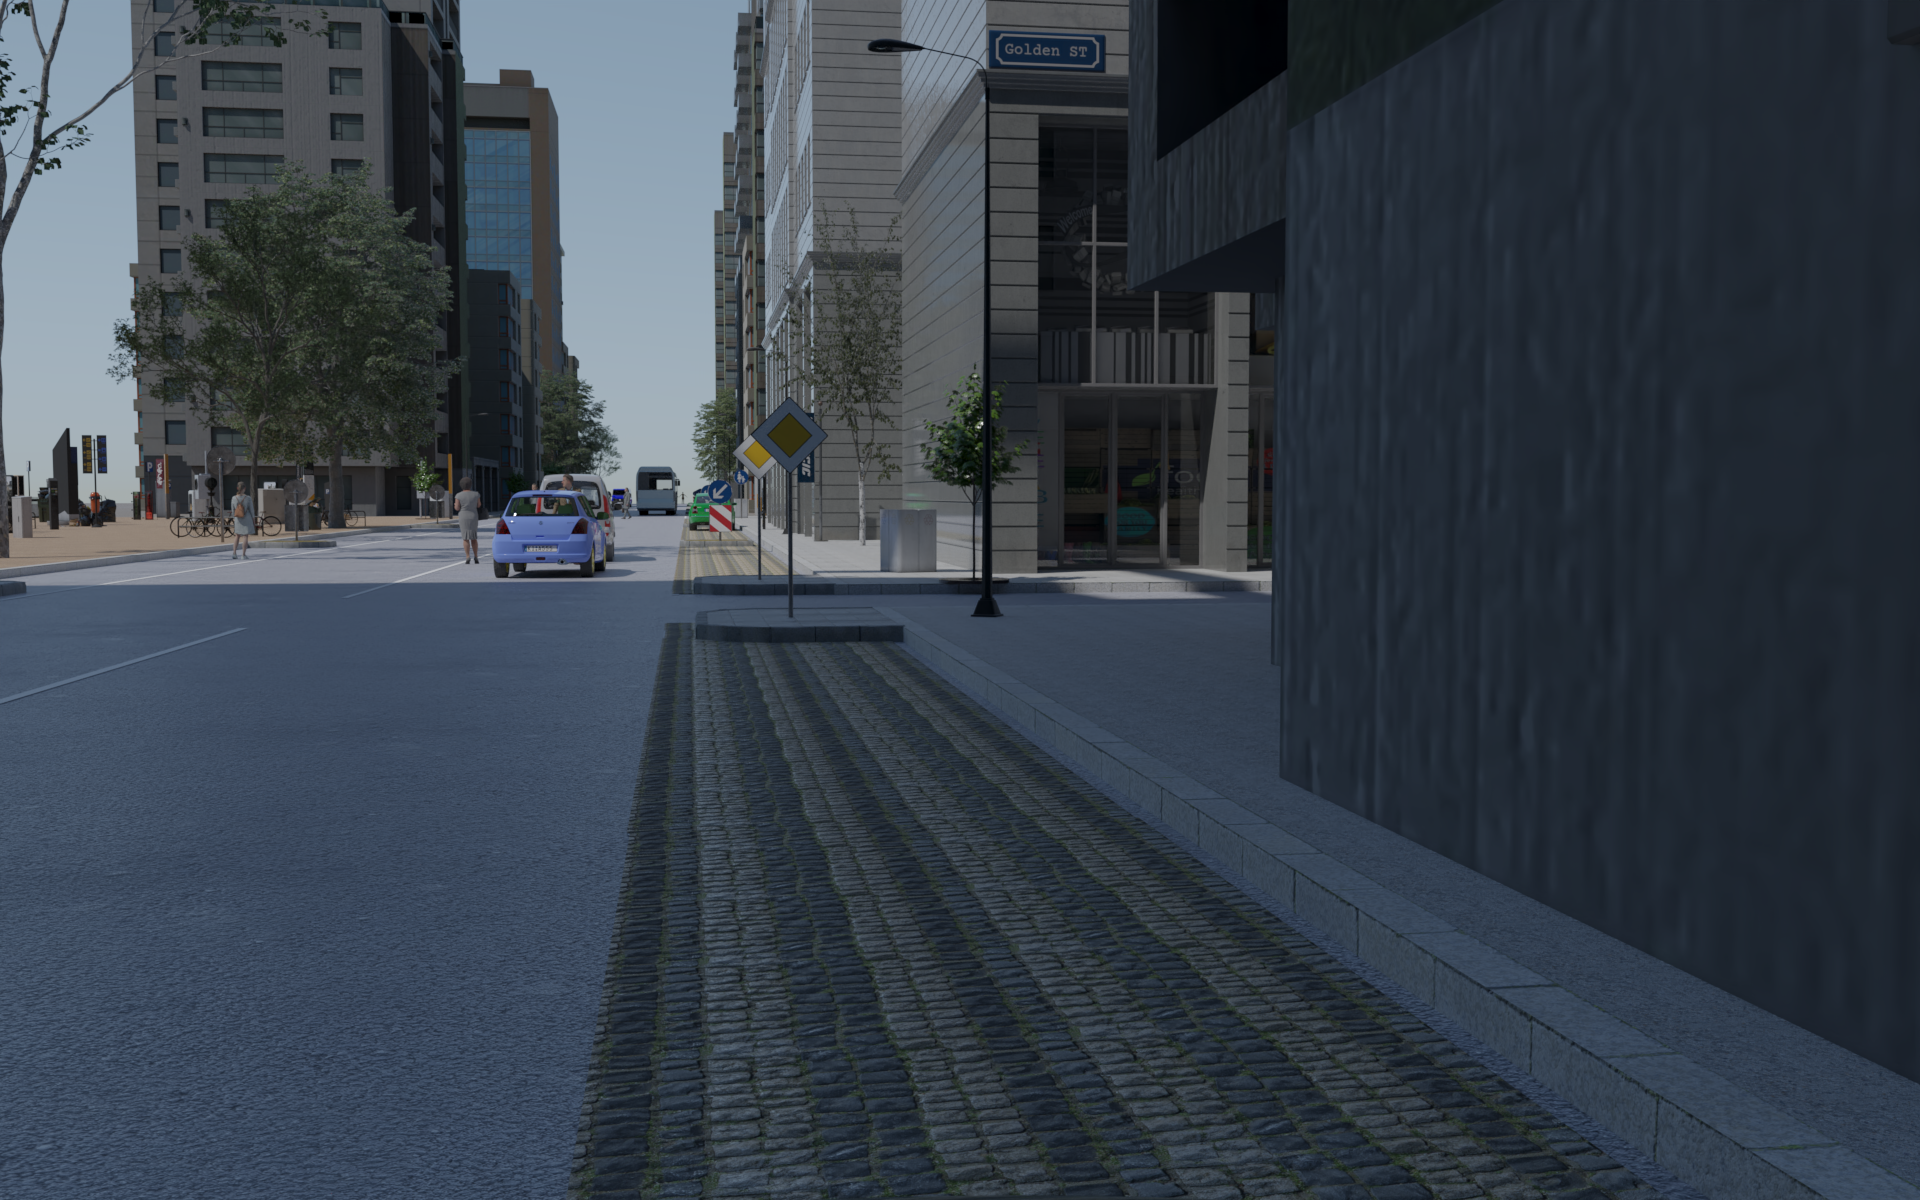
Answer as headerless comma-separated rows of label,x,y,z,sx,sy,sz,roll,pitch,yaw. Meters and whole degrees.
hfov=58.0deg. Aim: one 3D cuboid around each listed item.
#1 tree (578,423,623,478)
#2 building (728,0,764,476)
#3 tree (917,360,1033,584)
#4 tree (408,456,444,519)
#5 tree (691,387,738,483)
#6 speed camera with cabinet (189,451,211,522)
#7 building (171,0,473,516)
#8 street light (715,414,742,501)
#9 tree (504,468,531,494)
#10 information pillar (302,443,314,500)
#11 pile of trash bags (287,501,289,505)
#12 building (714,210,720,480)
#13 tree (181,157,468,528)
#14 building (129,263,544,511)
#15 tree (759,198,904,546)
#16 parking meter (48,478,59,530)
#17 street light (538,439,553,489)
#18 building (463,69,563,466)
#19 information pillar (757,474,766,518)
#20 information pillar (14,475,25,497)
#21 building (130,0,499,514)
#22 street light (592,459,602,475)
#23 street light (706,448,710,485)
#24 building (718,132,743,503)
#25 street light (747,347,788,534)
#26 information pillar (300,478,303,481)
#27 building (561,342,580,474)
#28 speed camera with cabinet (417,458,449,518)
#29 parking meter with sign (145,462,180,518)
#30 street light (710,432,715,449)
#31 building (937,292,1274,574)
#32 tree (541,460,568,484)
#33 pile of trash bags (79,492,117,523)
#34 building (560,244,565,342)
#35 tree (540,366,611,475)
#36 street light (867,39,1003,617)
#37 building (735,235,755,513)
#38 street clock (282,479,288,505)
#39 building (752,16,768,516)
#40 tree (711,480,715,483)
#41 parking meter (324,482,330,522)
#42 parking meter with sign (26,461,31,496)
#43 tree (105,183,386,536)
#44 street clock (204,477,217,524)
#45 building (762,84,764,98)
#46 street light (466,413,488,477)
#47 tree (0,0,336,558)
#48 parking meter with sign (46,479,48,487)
tree,-53.633,-20.186,255.797,9.928,11.665,9.643,0,3,0
building,-9.525,-33.105,160.875,23.786,49.044,30.456,-1,4,-9
tree,0.317,-1.867,25.126,1.663,3.219,1.824,0,3,0
tree,-27.087,-5.698,87.769,1.663,3.219,1.824,0,3,0
tree,-24.979,-16.229,183.473,7.486,12.596,7.792,0,3,0
speed camera with cabinet,-35.082,-5.232,79.880,0.660,3.252,2.038,-2,4,-35
building,-37.584,-20.321,103.948,14.160,30.474,14.107,-1,4,-9
street light,-13.238,-7.812,100.274,1.470,5.913,1.316,-1,4,-9
tree,-33.016,-8.297,130.263,1.663,3.219,1.824,0,3,0
information pillar,-28.746,-5.201,76.397,0.183,3.616,0.504,3,5,40
pile of trash bags,-36.963,-5.151,93.964,1.912,1.369,3.447,-3,4,-38
building,-28.569,-34.764,251.981,14.154,41.232,14.086,-1,4,-9
tree,-23.474,-9.656,64.530,9.857,13.997,8.962,0,3,0
building,-50.600,-18.417,146.157,27.650,21.520,28.899,-1,4,-9
tree,-2.562,-5.645,42.655,4.360,8.622,3.978,0,3,0
parking meter,-32.605,-3.462,62.308,0.255,1.863,0.399,-3,4,-37
street light,-34.787,-10.568,145.328,1.470,5.913,1.316,-1,4,-9
building,-50.583,-32.815,186.639,14.600,45.320,14.200,-1,4,-9
information pillar,-10.447,-6.107,91.207,0.504,3.616,0.183,0,4,4
information pillar,-36.749,-3.861,67.617,0.304,2.012,0.304,1,4,18
building,-43.447,-41.690,119.880,20.563,71.187,20.611,-1,4,-9
street light,-47.677,-15.590,227.429,1.470,5.913,1.316,-1,4,-9
street light,-24.942,-12.385,175.030,1.470,5.913,1.316,-1,4,-9
building,-20.143,-31.556,199.541,14.154,41.232,14.086,-1,4,-9
street light,-6.044,-5.041,54.963,1.470,5.913,1.316,-1,4,-9
information pillar,-30.731,-4.691,81.183,0.304,2.012,0.304,-1,4,-13
building,-60.772,-22.232,208.531,27.650,21.520,28.899,-1,4,-9
speed camera with cabinet,-28.597,-6.097,94.018,2.038,3.252,0.660,2,4,34
parking meter with sign,-43.053,-5.955,93.620,1.738,3.016,0.543,1,4,10
street light,-17.758,-9.597,129.451,1.470,5.913,1.316,-1,4,-9
building,14.124,-15.716,34.453,29.804,29.767,11.434,-1,4,-9
tree,-38.832,-11.116,165.464,4.285,4.588,4.351,0,3,0
pile of trash bags,-39.172,-4.191,78.279,1.912,1.369,3.447,-2,4,-31
building,-66.589,-33.147,233.828,32.217,40.220,23.993,-1,4,-9
tree,-39.975,-16.277,172.777,9.857,13.997,8.962,0,3,0
street light,-0.252,-2.776,17.928,1.470,5.913,1.316,-1,4,-9
building,-2.817,-17.573,132.360,27.650,21.520,28.899,-1,4,-9
street clock,-32.852,-4.880,84.365,0.358,2.002,0.471,-1,4,-10
building,-6.134,-20.682,109.846,14.160,30.474,14.107,-1,4,-9
tree,-30.963,-13.626,217.390,1.663,3.219,1.824,0,3,0
parking meter,-28.590,-4.454,78.528,0.399,1.863,0.255,1,4,22
parking meter with sign,-49.317,-5.737,90.065,1.738,3.016,0.543,-3,5,-41
tree,-21.798,-7.247,52.905,8.767,10.594,7.601,-1,4,-13
street clock,-32.515,-4.321,75.220,0.358,2.002,0.471,2,4,35
building,-2.548,-18.113,89.654,14.314,27.812,24.014,-1,4,-9
street light,-27.791,-7.768,99.553,1.470,5.913,1.316,-1,4,-9
tree,-19.476,-10.988,35.535,12.611,20.169,13.585,0,3,0
parking meter with sign,-46.196,-5.632,88.338,1.738,3.016,0.543,2,4,33
